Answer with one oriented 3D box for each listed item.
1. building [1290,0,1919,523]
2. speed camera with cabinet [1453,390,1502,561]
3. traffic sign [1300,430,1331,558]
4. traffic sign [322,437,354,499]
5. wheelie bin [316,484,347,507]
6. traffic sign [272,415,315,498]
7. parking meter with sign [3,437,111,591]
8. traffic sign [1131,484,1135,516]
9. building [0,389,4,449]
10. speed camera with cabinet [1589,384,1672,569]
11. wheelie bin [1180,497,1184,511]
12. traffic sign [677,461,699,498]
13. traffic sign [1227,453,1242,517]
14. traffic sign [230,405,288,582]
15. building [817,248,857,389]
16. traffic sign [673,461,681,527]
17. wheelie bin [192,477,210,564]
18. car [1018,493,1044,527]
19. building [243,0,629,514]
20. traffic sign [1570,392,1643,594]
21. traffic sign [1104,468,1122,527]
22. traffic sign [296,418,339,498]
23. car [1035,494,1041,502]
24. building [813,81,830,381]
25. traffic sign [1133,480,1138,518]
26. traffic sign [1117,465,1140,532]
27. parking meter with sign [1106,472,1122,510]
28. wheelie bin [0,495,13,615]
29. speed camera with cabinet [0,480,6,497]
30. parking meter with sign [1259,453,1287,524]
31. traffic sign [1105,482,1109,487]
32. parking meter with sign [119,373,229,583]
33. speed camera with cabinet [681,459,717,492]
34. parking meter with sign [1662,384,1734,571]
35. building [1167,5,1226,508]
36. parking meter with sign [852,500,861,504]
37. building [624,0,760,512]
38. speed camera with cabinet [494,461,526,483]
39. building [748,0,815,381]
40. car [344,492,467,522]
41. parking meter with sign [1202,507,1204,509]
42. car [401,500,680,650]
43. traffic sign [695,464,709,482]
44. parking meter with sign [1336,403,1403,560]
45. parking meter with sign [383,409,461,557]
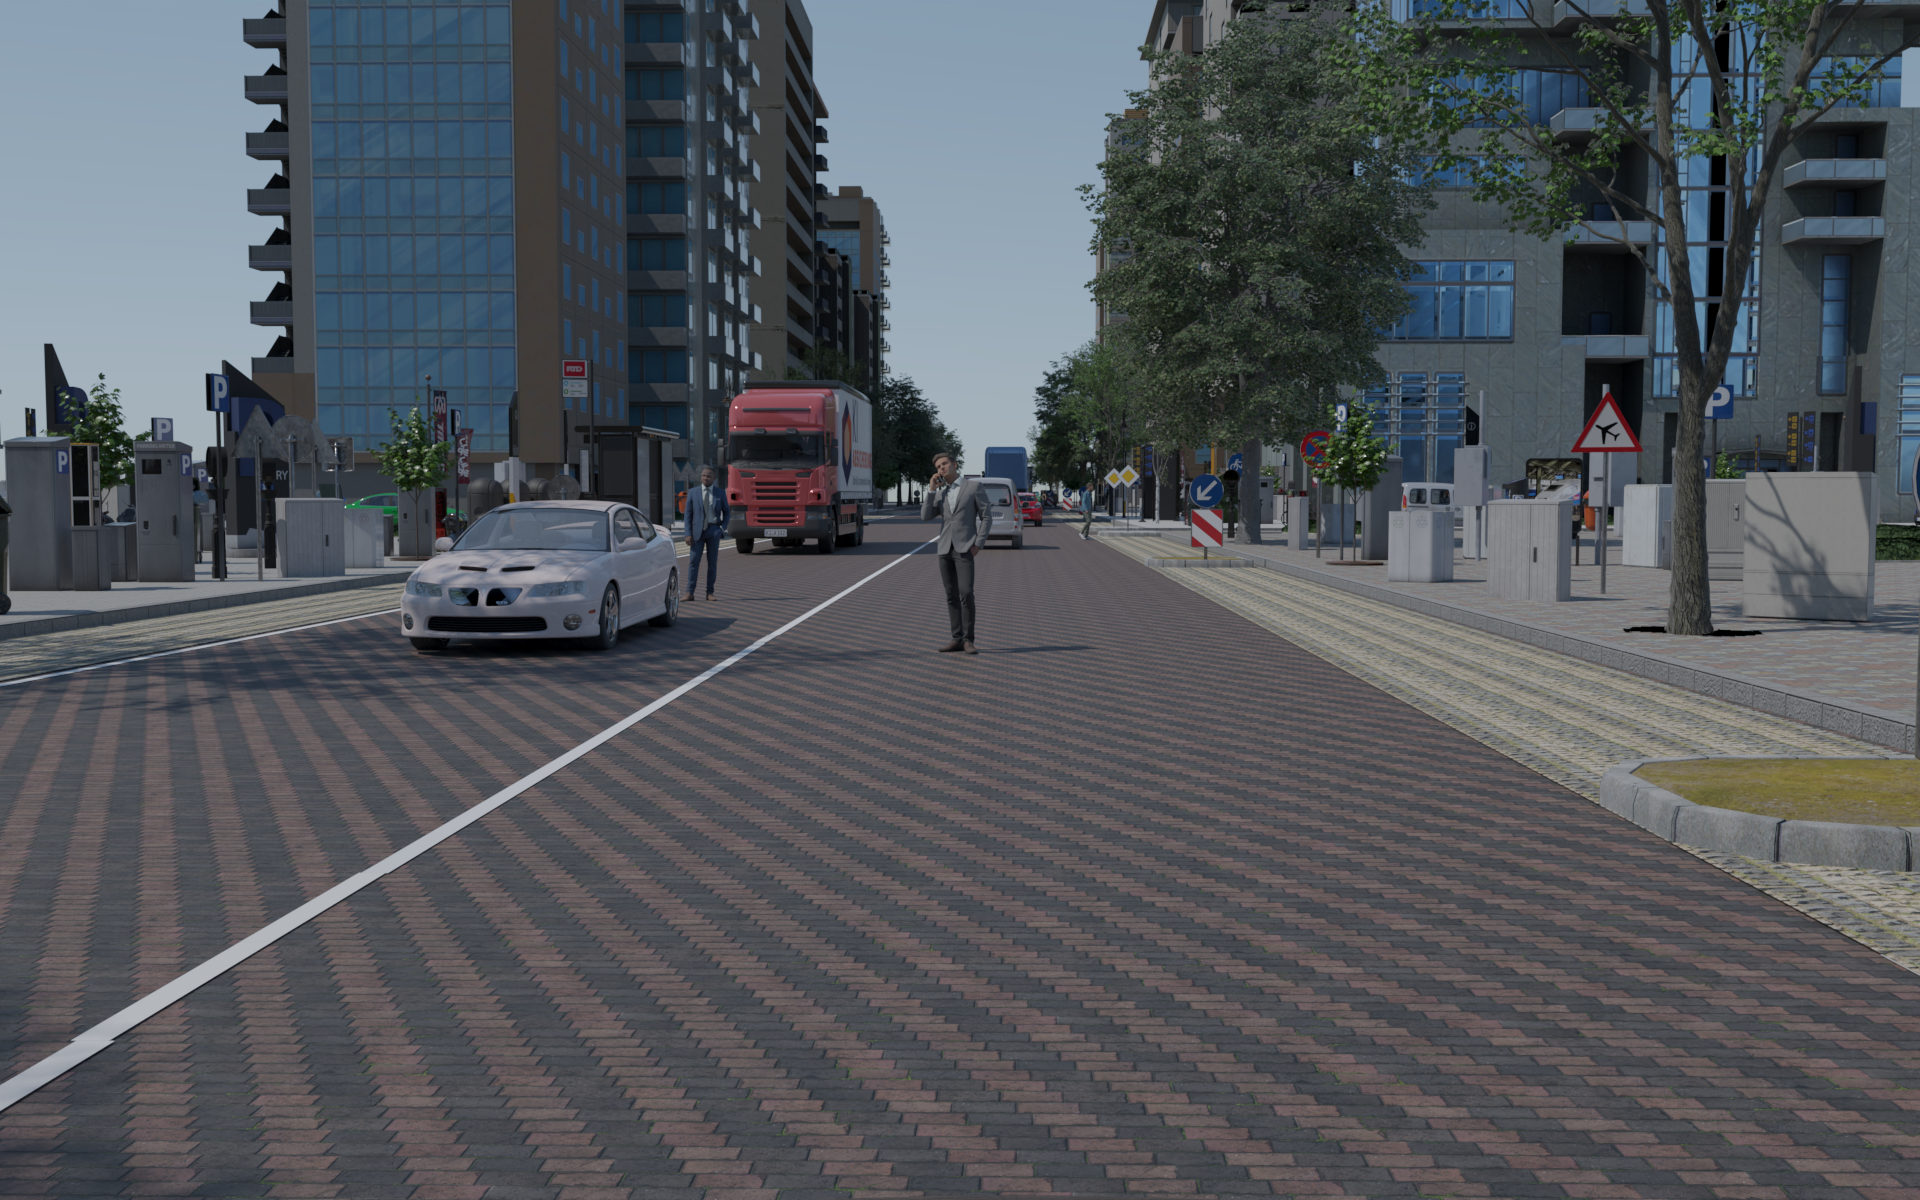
[{"bbox_3d":[32.223,-47.134,83.315,31.000,86.520,22.319,0,4,2],"label":"building"},{"bbox_3d":[10.115,-2.415,33.825,0.660,3.252,2.038,2,4,27],"label":"speed camera with cabinet"},{"bbox_3d":[7.182,-2.112,34.641,0.768,2.556,0.104,1,4,11],"label":"traffic sign"},{"bbox_3d":[-11.206,-1.778,31.195,0.606,2.300,0.079,0,4,8],"label":"traffic sign"},{"bbox_3d":[-19.201,-2.740,52.705,0.980,1.594,0.693,-2,4,-33],"label":"wheelie bin"},{"bbox_3d":[-10.769,-1.702,27.936,0.768,2.556,0.104,0,4,5],"label":"traffic sign"},{"bbox_3d":[-12.204,-1.631,22.925,1.738,3.016,0.543,0,4,0],"label":"parking meter with sign"},{"bbox_3d":[9.905,-6.090,99.685,0.768,2.556,0.104,0,4,6],"label":"traffic sign"},{"bbox_3d":[-65.822,-33.244,85.545,28.212,58.520,21.231,0,4,2],"label":"building"},{"bbox_3d":[11.981,-2.223,30.676,0.660,3.252,2.038,-1,4,-13],"label":"speed camera with cabinet"},{"bbox_3d":[16.460,-7.365,128.330,0.980,1.594,0.693,0,4,6],"label":"wheelie bin"},{"bbox_3d":[-10.712,-4.167,68.127,0.884,2.594,0.081,0,4,7],"label":"traffic sign"},{"bbox_3d":[8.634,-3.266,53.499,0.768,2.556,0.104,0,4,3],"label":"traffic sign"},{"bbox_3d":[-10.245,-1.547,25.294,0.884,2.594,0.081,0,4,7],"label":"traffic sign"},{"bbox_3d":[-20.070,-26.276,201.317,14.160,30.474,14.107,0,4,2],"label":"building"},{"bbox_3d":[-11.304,-4.184,68.409,0.884,2.594,0.081,0,4,5],"label":"traffic sign"},{"bbox_3d":[-14.258,-1.459,31.765,0.980,1.594,0.693,-1,4,-18],"label":"wheelie bin"},{"bbox_3d":[2.717,-4.176,77.325,2.155,1.783,4.494,0,3,0],"label":"car"},{"bbox_3d":[-24.687,-26.537,83.991,14.600,45.320,14.200,0,4,2],"label":"building"},{"bbox_3d":[8.255,-1.355,22.160,0.884,2.594,0.081,1,4,9],"label":"traffic sign"},{"bbox_3d":[5.958,-3.874,66.987,0.795,2.450,0.064,0,4,2],"label":"traffic sign"},{"bbox_3d":[-10.985,-1.802,29.471,0.884,2.594,0.081,1,4,10],"label":"traffic sign"},{"bbox_3d":[10.853,-14.171,240.484,1.959,1.807,4.718,0,4,3],"label":"car"},{"bbox_3d":[-25.281,-32.081,179.156,22.147,44.769,28.867,0,4,2],"label":"building"},{"bbox_3d":[9.463,-5.680,92.977,0.768,2.556,0.104,0,4,6],"label":"traffic sign"},{"bbox_3d":[5.725,-3.386,59.005,0.795,2.450,0.064,0,4,2],"label":"traffic sign"},{"bbox_3d":[11.997,-8.462,134.610,0.543,3.016,1.738,-2,4,-34],"label":"parking meter with sign"},{"bbox_3d":[-10.510,-0.643,18.426,0.693,1.594,0.980,-3,5,-40],"label":"wheelie bin"},{"bbox_3d":[-64.129,-7.499,116.937,0.660,3.252,2.038,0,4,3],"label":"speed camera with cabinet"},{"bbox_3d":[12.999,-4.748,73.884,1.738,3.016,0.543,0,4,0],"label":"parking meter with sign"},{"bbox_3d":[11.921,-8.416,137.608,0.884,2.594,0.081,1,4,10],"label":"traffic sign"},{"bbox_3d":[-11.599,-1.772,25.240,1.738,3.016,0.543,0,4,2],"label":"parking meter with sign"},{"bbox_3d":[-14.606,-6.272,96.888,2.038,3.252,0.660,1,4,21],"label":"speed camera with cabinet"},{"bbox_3d":[12.035,-1.968,28.440,0.543,3.016,1.738,0,4,2],"label":"parking meter with sign"},{"bbox_3d":[26.669,-31.219,160.537,14.600,45.320,14.200,0,4,2],"label":"building"},{"bbox_3d":[-7.939,-8.188,130.142,0.543,3.016,1.738,2,4,29],"label":"parking meter with sign"},{"bbox_3d":[-26.220,-30.674,121.132,23.786,49.044,30.456,0,4,2],"label":"building"},{"bbox_3d":[-12.093,-3.336,48.877,0.660,3.252,2.038,3,5,44],"label":"speed camera with cabinet"},{"bbox_3d":[-24.779,-32.421,153.789,21.300,48.544,21.600,0,4,2],"label":"building"},{"bbox_3d":[-20.578,-3.387,64.180,4.718,1.807,1.959,0,4,2],"label":"car"},{"bbox_3d":[15.803,-6.759,106.776,1.738,3.016,0.543,1,4,14],"label":"parking meter with sign"},{"bbox_3d":[-4.069,-0.312,17.456,2.083,1.381,4.827,0,4,2],"label":"car"},{"bbox_3d":[-11.010,-4.538,74.304,0.768,2.556,0.104,0,4,8],"label":"traffic sign"},{"bbox_3d":[8.206,-2.283,33.591,1.738,3.016,0.543,-1,4,-9],"label":"parking meter with sign"},{"bbox_3d":[-11.174,-2.405,35.575,1.738,3.016,0.543,0,4,-4],"label":"parking meter with sign"}]
